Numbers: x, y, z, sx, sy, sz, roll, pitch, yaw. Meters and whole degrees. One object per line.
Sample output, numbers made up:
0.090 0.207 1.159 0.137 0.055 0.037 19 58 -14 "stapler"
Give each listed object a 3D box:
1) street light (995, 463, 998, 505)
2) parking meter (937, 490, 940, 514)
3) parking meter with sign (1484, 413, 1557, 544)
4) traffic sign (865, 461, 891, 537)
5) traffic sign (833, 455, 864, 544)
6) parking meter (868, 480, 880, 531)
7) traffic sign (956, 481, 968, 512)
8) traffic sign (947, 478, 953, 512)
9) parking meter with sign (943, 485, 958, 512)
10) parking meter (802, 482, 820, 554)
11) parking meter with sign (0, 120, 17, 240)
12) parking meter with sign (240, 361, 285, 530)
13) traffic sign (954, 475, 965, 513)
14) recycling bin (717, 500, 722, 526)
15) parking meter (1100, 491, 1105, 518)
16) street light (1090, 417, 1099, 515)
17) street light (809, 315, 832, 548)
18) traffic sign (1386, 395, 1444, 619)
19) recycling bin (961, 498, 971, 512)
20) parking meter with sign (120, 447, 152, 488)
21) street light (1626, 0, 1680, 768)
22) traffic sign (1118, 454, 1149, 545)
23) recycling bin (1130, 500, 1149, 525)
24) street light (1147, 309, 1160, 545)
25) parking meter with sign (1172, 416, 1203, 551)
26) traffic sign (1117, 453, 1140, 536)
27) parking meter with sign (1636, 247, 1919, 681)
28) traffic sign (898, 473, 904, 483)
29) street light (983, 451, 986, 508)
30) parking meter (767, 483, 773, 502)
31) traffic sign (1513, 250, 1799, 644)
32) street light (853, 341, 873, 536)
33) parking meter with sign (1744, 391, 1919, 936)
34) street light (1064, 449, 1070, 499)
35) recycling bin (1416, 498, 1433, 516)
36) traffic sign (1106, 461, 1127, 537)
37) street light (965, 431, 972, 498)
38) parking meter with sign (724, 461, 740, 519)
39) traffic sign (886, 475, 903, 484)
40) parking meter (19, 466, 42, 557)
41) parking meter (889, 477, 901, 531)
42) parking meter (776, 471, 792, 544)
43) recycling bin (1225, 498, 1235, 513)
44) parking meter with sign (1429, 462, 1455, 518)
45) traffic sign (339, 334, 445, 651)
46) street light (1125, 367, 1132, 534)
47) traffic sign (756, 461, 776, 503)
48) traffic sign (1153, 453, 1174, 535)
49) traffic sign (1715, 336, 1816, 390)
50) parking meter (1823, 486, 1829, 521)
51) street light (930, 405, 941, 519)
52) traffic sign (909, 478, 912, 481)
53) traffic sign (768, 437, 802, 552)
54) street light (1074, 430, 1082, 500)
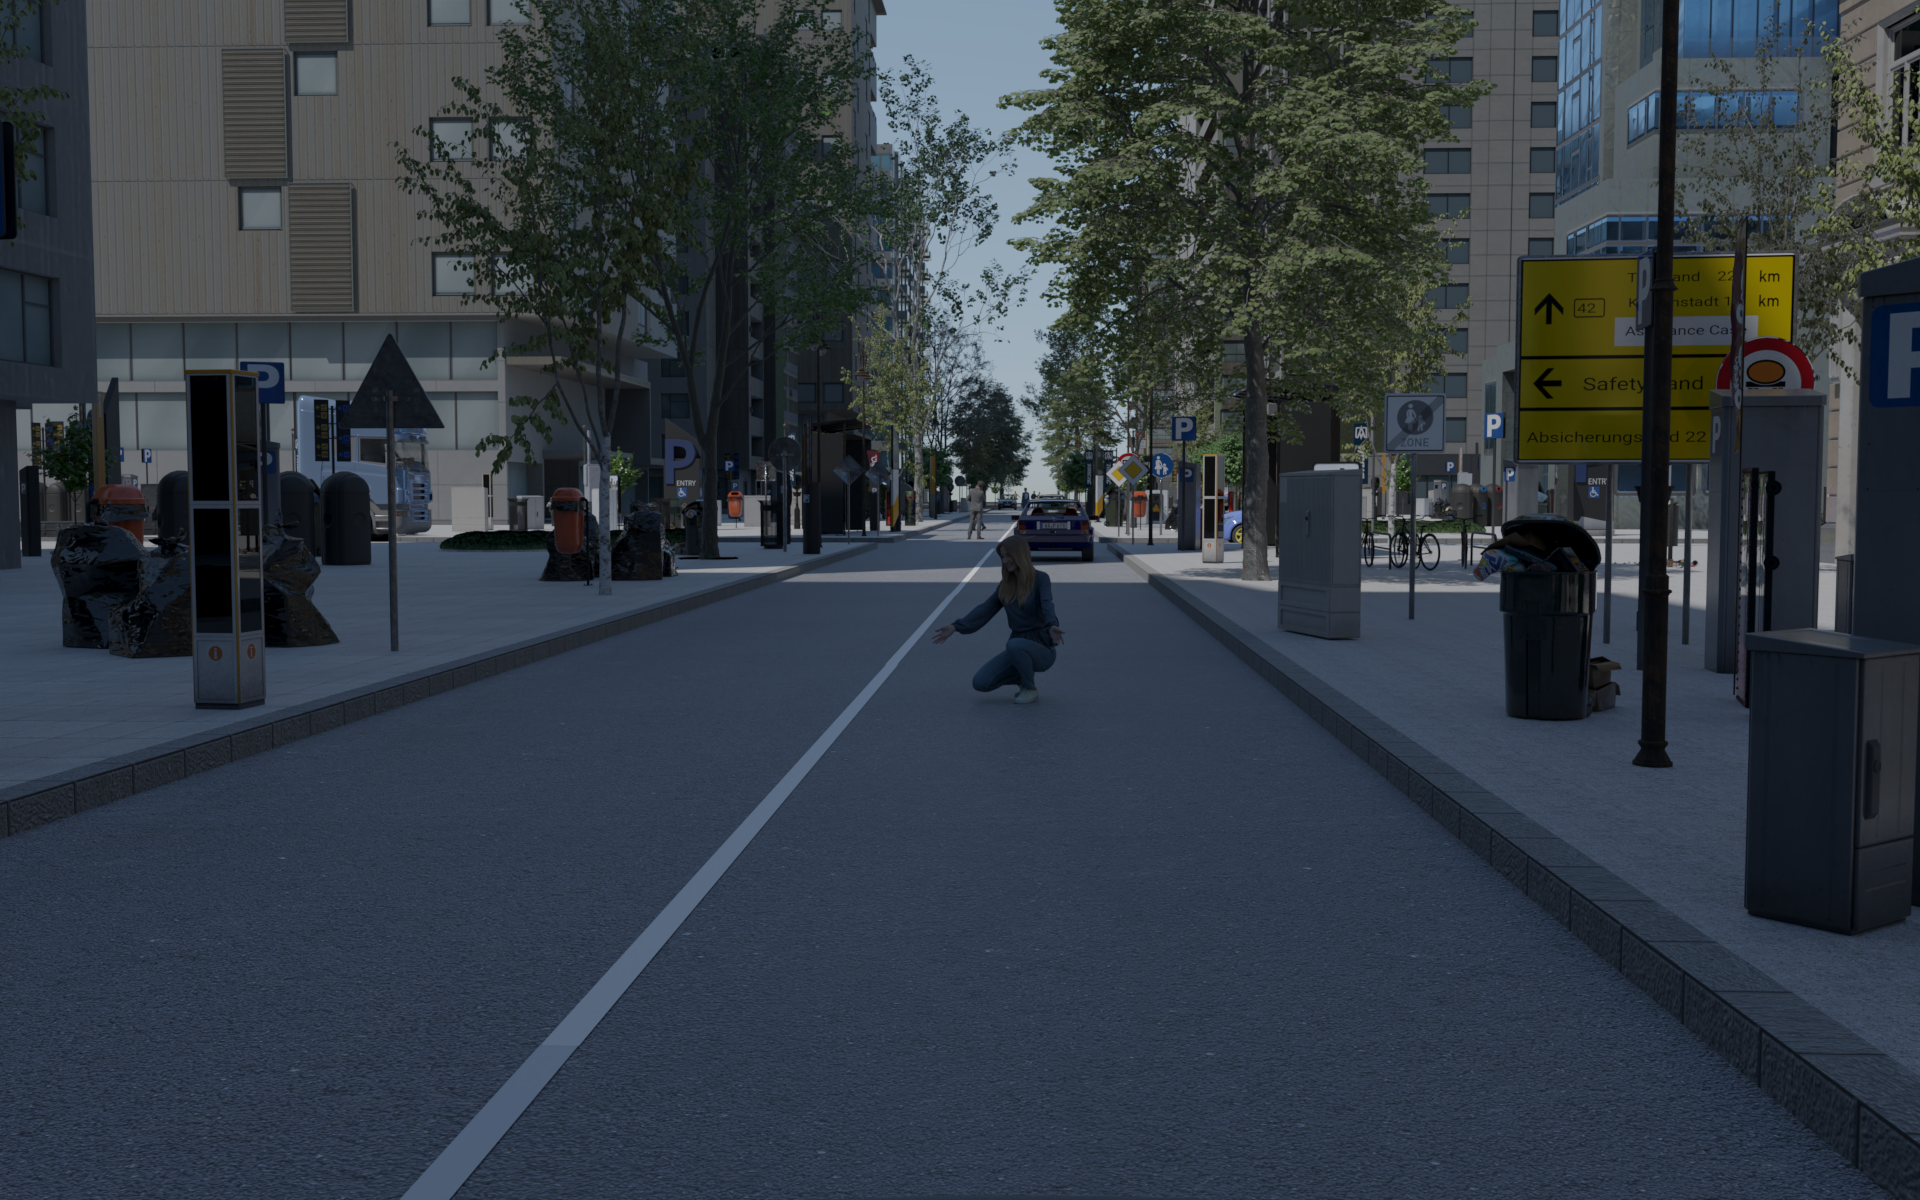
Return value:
4.669 -14.656 212.407 0.468 5.910 1.993 0 4 3 "street light"
-1.437 -6.146 108.900 0.372 1.533 0.369 0 3 0 "parking meter"
12.220 -2.532 37.656 1.738 3.016 0.543 -2 4 -28 "parking meter with sign"
-2.471 -2.974 52.274 0.795 2.450 0.064 0 4 3 "traffic sign"
-2.844 -2.487 44.298 0.795 2.450 0.064 0 4 3 "traffic sign"
-3.003 -3.357 60.591 0.399 1.863 0.255 0 4 -1 "parking meter"
0.151 -7.403 121.037 0.884 2.594 0.081 1 4 9 "traffic sign"
-0.857 -7.502 122.762 0.768 2.556 0.104 0 4 5 "traffic sign"
-1.010 -7.877 125.047 1.738 3.016 0.543 -2 4 -34 "parking meter with sign"
-3.173 -1.749 36.999 0.372 1.533 0.369 0 3 0 "parking meter"
-4.839 -0.680 7.380 0.543 3.016 1.738 1 4 10 "parking meter with sign"
-9.490 -1.677 23.674 0.543 3.016 1.738 -1 4 -21 "parking meter with sign"
-0.017 -7.216 118.085 0.768 2.556 0.104 1 4 12 "traffic sign"
-10.021 -3.489 69.606 0.722 1.027 0.722 -1 4 -23 "recycling bin"
7.567 -5.157 92.729 0.372 1.533 0.369 0 3 0 "parking meter"
7.011 -7.201 90.526 0.468 5.910 1.993 0 4 3 "street light"
-3.378 -4.196 41.394 0.468 5.910 1.993 0 4 3 "street light"
4.623 -0.950 17.666 0.606 2.300 0.079 0 4 7 "traffic sign"
0.528 -6.683 121.825 0.722 1.027 0.722 3 5 40 "recycling bin"
-32.000 -4.299 66.545 1.738 3.016 0.543 0 4 6 "parking meter with sign"
3.277 -2.155 8.017 0.468 5.910 1.993 0 4 3 "street light"
4.391 -2.465 43.940 0.795 2.450 0.064 0 4 3 "traffic sign"
7.434 -3.629 71.896 0.722 1.027 0.722 1 4 13 "recycling bin"
4.778 -4.310 43.254 0.468 5.910 1.993 0 4 3 "street light"
5.286 -2.657 39.708 0.543 3.016 1.738 1 4 18 "parking meter with sign"
5.194 -3.257 53.355 0.768 2.556 0.104 0 4 6 "traffic sign"
5.780 -0.987 12.392 1.738 3.016 0.543 1 4 10 "parking meter with sign"
-3.429 -5.713 93.410 0.884 2.594 0.081 1 4 9 "traffic sign"
2.294 -11.712 164.271 0.468 5.910 1.993 0 4 3 "street light"
-10.030 -5.201 90.746 0.399 1.863 0.255 -1 4 -12 "parking meter"
5.873 -1.275 14.722 2.265 3.308 0.079 1 4 9 "traffic sign"
-2.916 -4.873 52.466 0.468 5.910 1.993 0 4 3 "street light"
3.197 -0.566 5.523 1.738 3.016 0.543 -2 4 -35 "parking meter with sign"
10.521 -11.867 166.816 0.468 5.910 1.993 0 4 3 "street light"
26.783 -5.348 100.000 0.722 1.027 0.722 -2 4 -31 "recycling bin"
4.764 -2.953 51.917 0.795 2.450 0.064 0 4 3 "traffic sign"
0.675 -9.551 128.939 0.468 5.910 1.993 0 4 3 "street light"
-11.775 -5.727 89.894 0.543 3.016 1.738 -1 4 -22 "parking meter with sign"
-3.339 -5.381 87.983 0.884 2.594 0.081 0 4 6 "traffic sign"
-19.122 -1.829 35.619 0.399 1.863 0.255 3 4 37 "parking meter"
-2.227 -3.286 59.429 0.399 1.863 0.255 0 4 8 "parking meter"
-4.487 -2.358 44.270 0.399 1.863 0.255 0 4 -7 "parking meter"
17.420 -6.112 112.487 0.722 1.027 0.722 3 5 39 "recycling bin"
26.029 -5.966 93.808 0.543 3.016 1.738 -1 4 -19 "parking meter with sign"
-4.618 -0.861 14.076 0.884 2.594 0.081 0 4 6 "traffic sign"
5.373 -5.046 55.296 0.468 5.910 1.993 0 4 3 "street light"
-6.081 -3.191 54.303 0.606 2.300 0.079 0 4 3 "traffic sign"
6.264 -3.291 53.920 0.768 2.556 0.104 1 4 8 "traffic sign"
6.511 -0.855 14.087 0.768 2.556 0.104 0 4 8 "traffic sign"
28.632 -2.974 57.032 0.372 1.533 0.369 0 3 0 "parking meter"
-1.214 -7.028 87.694 0.468 5.910 1.993 0 4 3 "street light"
-2.781 -6.476 105.991 0.768 2.556 0.104 1 4 9 "traffic sign"
-3.887 -2.343 38.413 0.768 2.556 0.104 1 4 9 "traffic sign"
8.908 -9.712 131.584 0.468 5.910 1.993 0 4 3 "street light"
